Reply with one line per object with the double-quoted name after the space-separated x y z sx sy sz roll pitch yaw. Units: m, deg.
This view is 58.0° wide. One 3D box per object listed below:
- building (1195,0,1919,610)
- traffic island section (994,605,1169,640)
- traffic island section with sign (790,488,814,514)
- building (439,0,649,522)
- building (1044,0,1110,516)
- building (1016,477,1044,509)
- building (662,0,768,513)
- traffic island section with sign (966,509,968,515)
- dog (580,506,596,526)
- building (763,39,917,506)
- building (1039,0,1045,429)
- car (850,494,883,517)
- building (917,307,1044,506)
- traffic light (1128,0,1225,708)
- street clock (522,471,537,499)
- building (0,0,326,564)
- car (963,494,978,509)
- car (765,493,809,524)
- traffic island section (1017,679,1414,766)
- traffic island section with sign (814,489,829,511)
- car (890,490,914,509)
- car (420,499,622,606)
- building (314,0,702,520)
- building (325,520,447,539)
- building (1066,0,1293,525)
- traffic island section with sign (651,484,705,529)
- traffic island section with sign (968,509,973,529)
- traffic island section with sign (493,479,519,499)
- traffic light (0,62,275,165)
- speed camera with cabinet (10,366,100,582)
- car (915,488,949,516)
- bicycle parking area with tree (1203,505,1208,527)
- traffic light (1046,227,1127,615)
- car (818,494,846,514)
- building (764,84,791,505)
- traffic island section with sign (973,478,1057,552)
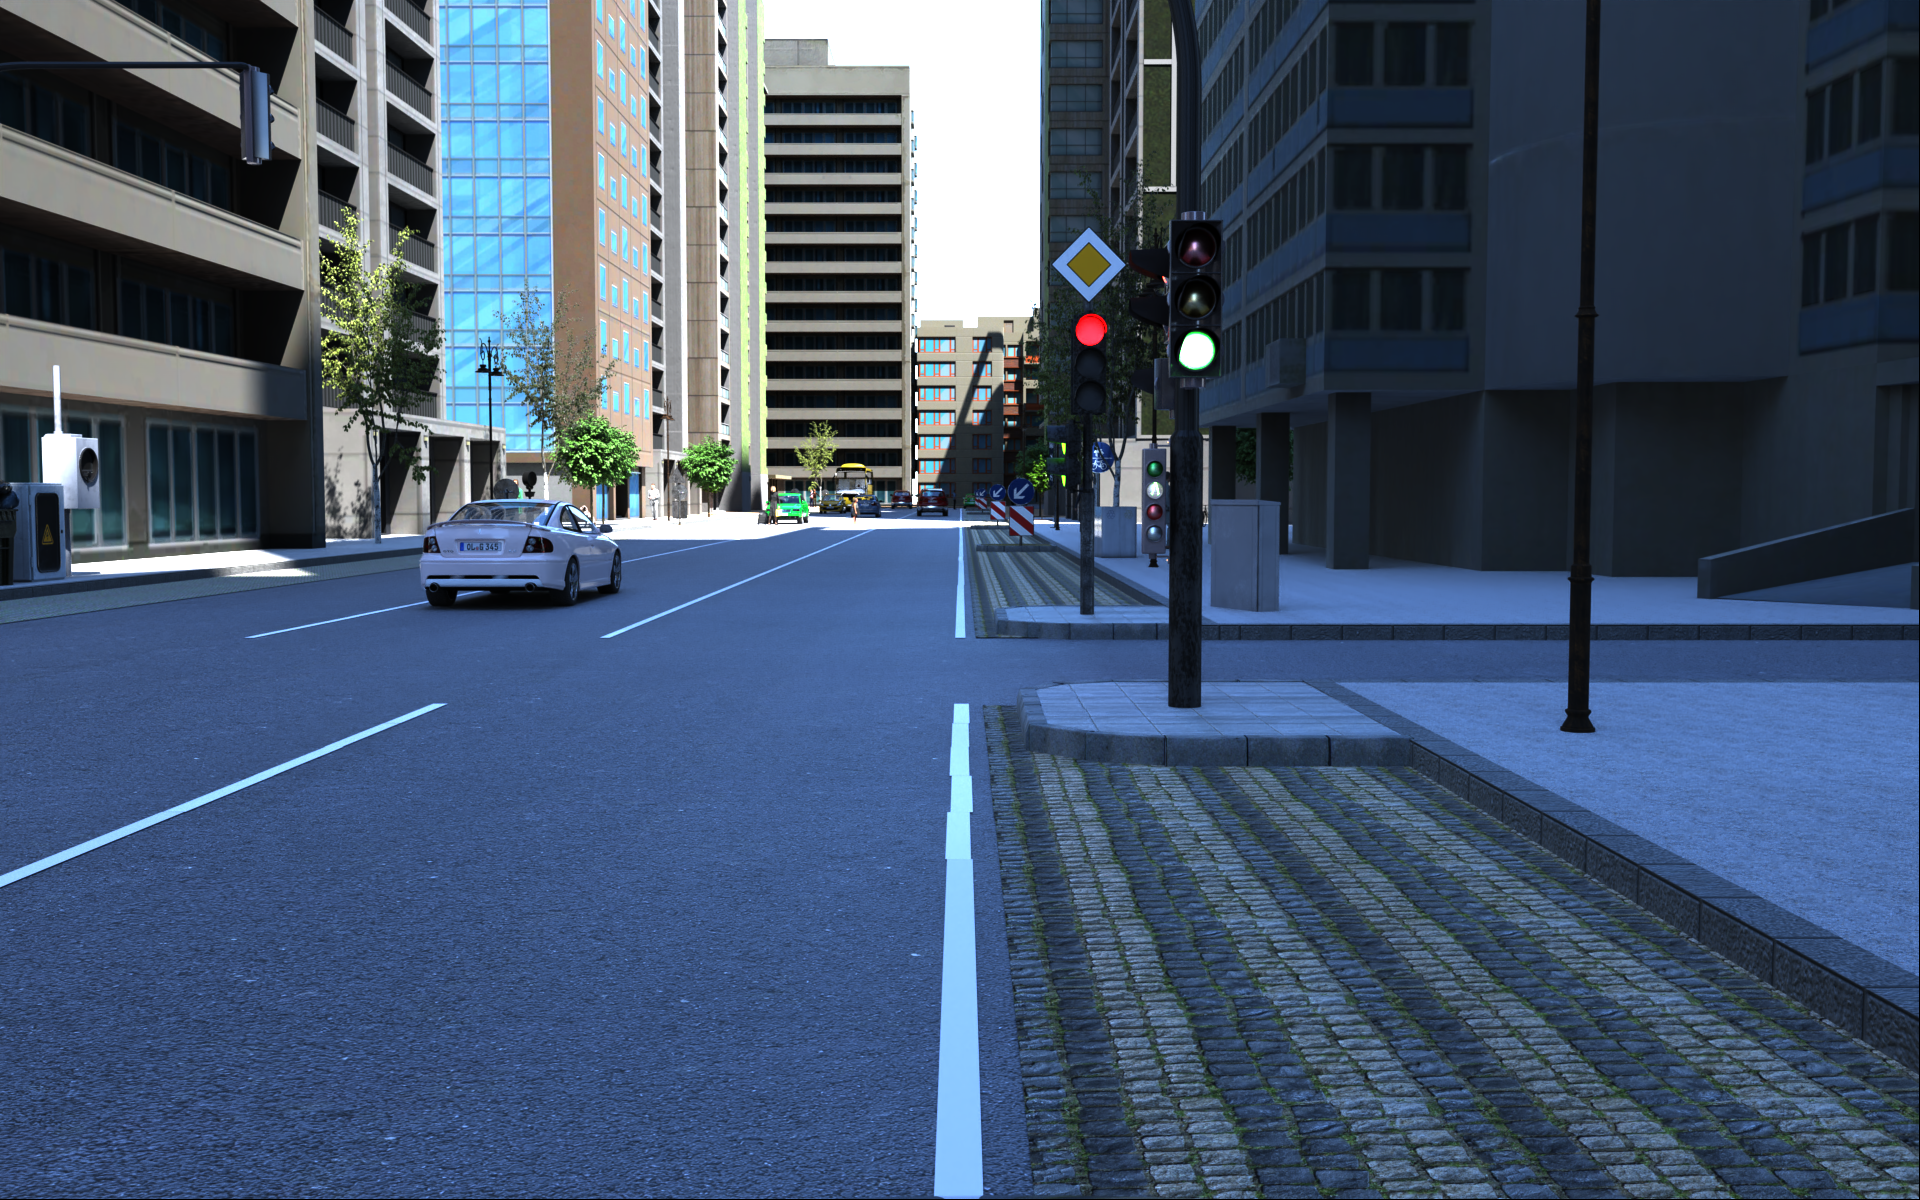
17.564 -20.926 34.024 23.993 40.220 32.217 0 3 0 "building"
1.378 0.232 18.482 2.009 0.180 2.903 0 3 0 "traffic island section"
-11.481 -6.866 120.879 1.989 1.847 2.006 0 3 0 "traffic island section with sign"
-23.258 -26.537 83.998 14.600 45.320 14.200 0 3 0 "building"
12.234 -25.968 108.178 14.154 41.232 14.086 0 3 0 "building"
21.386 -28.343 155.286 32.217 40.220 23.993 0 3 0 "building"
-22.880 -27.606 134.957 14.154 41.232 14.086 0 3 0 "building"
1.452 -6.859 120.778 1.989 1.847 2.006 0 3 0 "traffic island section with sign"
-14.642 -3.322 68.696 0.800 0.831 0.513 3 4 37 "dog"
-15.615 -34.562 188.788 21.600 48.544 21.300 0 3 0 "building"
19.912 -33.005 128.877 28.713 52.752 27.495 0 3 0 "building"
-5.818 -5.828 107.297 2.014 1.417 4.499 0 4 -1 "car"
10.016 -21.290 193.127 28.899 21.520 27.650 0 3 0 "building"
-0.759 -2.176 10.243 4.771 5.953 1.251 0 3 0 "traffic light"
-13.697 -3.094 55.151 0.358 2.002 0.471 2 4 23 "street clock"
-25.832 -24.819 29.493 21.300 48.544 21.600 0 3 0 "building"
1.238 -9.803 169.076 1.959 1.807 4.718 0 4 0 "car"
-8.378 -4.608 84.131 1.959 1.807 4.718 0 4 1 "car"
1.372 0.721 10.497 2.009 0.180 2.903 0 3 0 "traffic island section"
-11.459 -8.517 147.873 1.989 1.847 2.006 0 3 0 "traffic island section with sign"
-5.645 -9.755 168.159 2.281 1.827 5.304 0 4 -2 "car"
-5.867 -0.684 23.542 2.083 1.381 4.827 0 3 0 "car"
-26.481 -40.632 102.589 20.563 71.187 20.611 0 3 0 "building"
-27.078 -37.896 57.853 20.563 71.187 20.611 0 3 0 "building"
15.751 -39.170 78.686 20.563 71.187 20.611 0 3 0 "building"
-11.507 -3.816 71.014 1.989 1.847 2.006 0 3 0 "traffic island section with sign"
1.416 -3.782 70.456 1.989 1.847 2.006 0 3 0 "traffic island section with sign"
-11.523 -2.143 43.665 1.989 1.847 2.006 0 3 0 "traffic island section with sign"
-9.732 -2.674 18.394 4.771 5.953 1.251 0 3 0 "traffic light"
-13.737 -1.941 26.076 0.660 3.252 2.038 0 4 1 "speed camera with cabinet"
-1.823 -6.425 113.722 2.281 1.827 5.304 0 4 -2 "car"
12.082 -4.747 64.620 8.231 4.147 9.016 2 4 31 "bicycle parking area with tree"
1.337 -1.801 18.368 0.839 4.253 0.868 0 3 0 "traffic light"
-9.338 -7.154 127.194 2.015 1.641 3.980 0 4 2 "car"
-30.807 -30.683 156.291 28.867 44.769 22.147 0 3 0 "building"
1.404 -2.133 43.501 1.989 1.847 2.006 0 3 0 "traffic island section with sign"
